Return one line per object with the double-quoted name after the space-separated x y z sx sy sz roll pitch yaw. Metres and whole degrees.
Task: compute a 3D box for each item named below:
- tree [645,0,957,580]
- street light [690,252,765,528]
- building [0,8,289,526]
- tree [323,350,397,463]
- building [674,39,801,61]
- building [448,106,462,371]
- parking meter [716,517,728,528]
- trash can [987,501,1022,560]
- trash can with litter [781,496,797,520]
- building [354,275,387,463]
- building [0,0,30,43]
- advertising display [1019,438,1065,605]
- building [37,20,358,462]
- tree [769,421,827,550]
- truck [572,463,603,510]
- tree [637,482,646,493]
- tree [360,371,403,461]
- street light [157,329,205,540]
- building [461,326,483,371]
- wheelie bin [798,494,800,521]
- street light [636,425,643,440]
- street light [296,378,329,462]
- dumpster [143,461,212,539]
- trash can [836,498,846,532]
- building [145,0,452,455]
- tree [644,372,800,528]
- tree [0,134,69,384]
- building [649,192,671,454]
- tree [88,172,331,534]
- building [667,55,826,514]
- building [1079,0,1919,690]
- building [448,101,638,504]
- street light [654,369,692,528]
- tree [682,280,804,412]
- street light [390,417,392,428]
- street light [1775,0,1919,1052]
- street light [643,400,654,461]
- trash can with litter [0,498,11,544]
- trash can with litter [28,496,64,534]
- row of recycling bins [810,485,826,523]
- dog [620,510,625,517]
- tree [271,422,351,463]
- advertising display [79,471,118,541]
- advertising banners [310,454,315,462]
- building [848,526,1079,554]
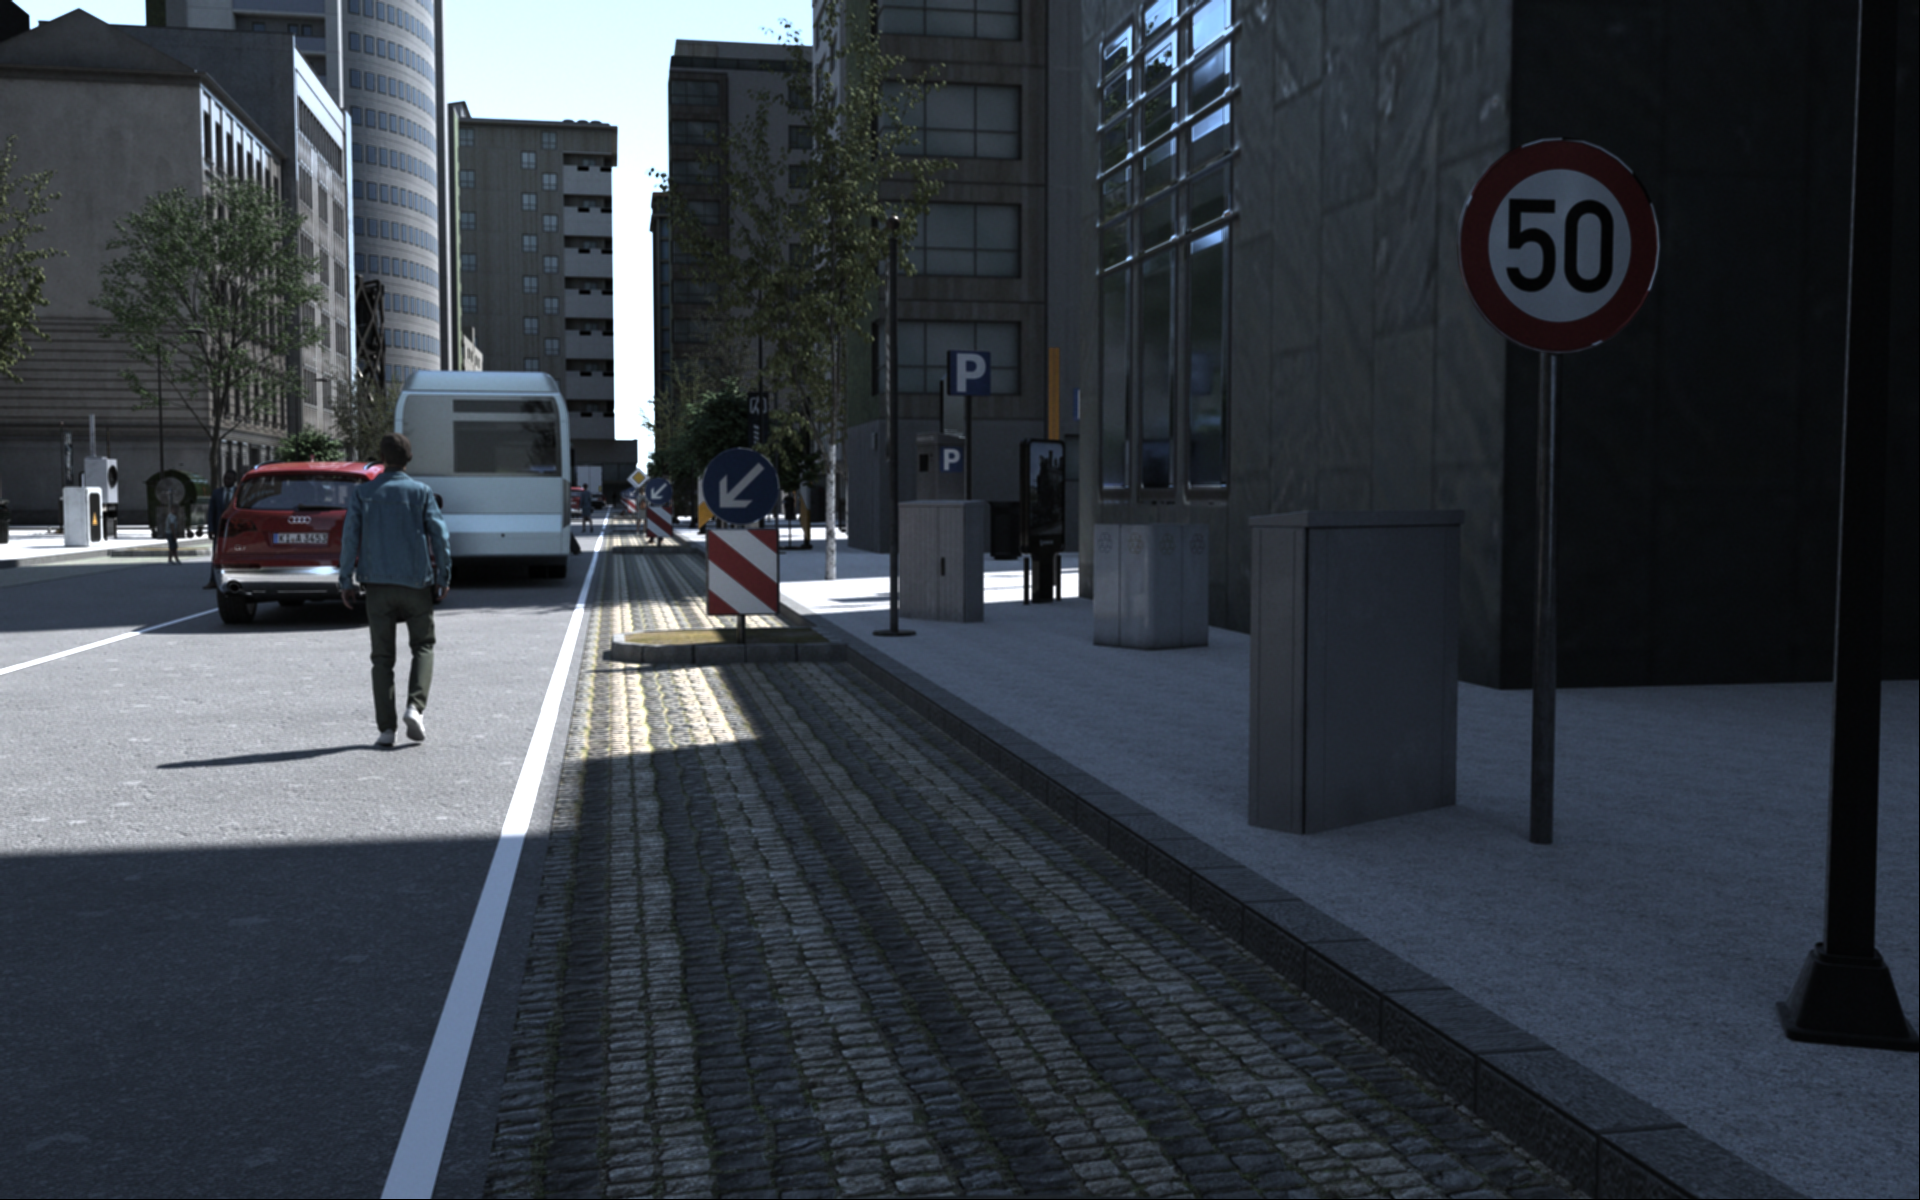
-2.152 -4.606 25.667 4.737 8.622 4.395 0 3 0 "tree"
-4.399 -3.732 33.556 1.470 5.913 1.316 -1 4 -11 "street light"
-37.435 -14.078 79.327 9.793 20.994 18.267 -1 4 -11 "building"
-30.547 -8.444 88.425 4.360 8.622 3.978 0 3 0 "tree"
-19.328 -29.189 160.827 14.154 41.232 14.086 -1 4 -11 "building"
-58.513 -30.116 175.998 14.154 41.232 14.086 -1 4 -11 "building"
-7.769 -2.938 56.446 0.372 1.533 0.369 0 3 0 "parking meter"
0.898 -1.359 33.868 0.748 1.137 0.748 0 3 0 "trash can"
-8.450 -4.554 85.848 0.624 1.170 1.055 1 4 9 "trash can with litter"
-47.722 -15.245 116.700 16.820 18.784 16.811 -1 4 -11 "building"
-49.527 -14.891 73.153 15.834 23.373 12.332 -1 4 -11 "building"
0.975 -0.929 20.409 0.123 1.923 0.974 2 4 29 "advertising display"
-41.892 -17.110 97.763 12.078 24.808 19.932 -1 4 -11 "building"
-3.823 -2.784 40.122 1.663 3.219 1.824 0 3 0 "tree"
-35.132 -10.689 163.675 2.839 4.237 11.283 -1 4 -13 "truck"
-34.704 -11.879 188.829 1.663 3.219 1.824 0 3 0 "tree"
-34.326 -9.399 104.034 4.737 8.622 4.395 0 3 0 "tree"
-21.949 -4.666 48.836 1.470 5.913 1.316 -1 4 -11 "street light"
-70.405 -21.583 197.926 28.899 21.520 27.650 -1 4 -11 "building"
-7.222 -4.550 82.295 0.693 1.594 0.980 3 5 44 "wheelie bin"
-20.805 -8.784 116.160 1.470 5.913 1.316 -1 4 -11 "street light"
-26.032 -5.934 69.557 1.470 5.913 1.316 -1 4 -11 "street light"
-22.919 -2.949 50.709 1.502 2.255 1.985 -1 4 -11 "dumpster"
-3.785 -2.857 58.359 0.748 1.137 0.748 0 3 0 "trash can"
-57.425 -37.399 153.468 21.231 58.520 28.212 -1 4 -11 "building"
-6.265 -3.867 46.935 4.285 4.588 4.351 0 3 0 "tree"
-20.207 -5.191 35.243 4.737 8.622 4.395 0 3 0 "tree"
-30.511 -36.060 244.209 28.867 44.769 22.147 -1 4 -11 "building"
-24.004 -7.951 55.758 9.928 11.665 9.643 0 3 0 "tree"
-12.938 -21.250 119.146 14.160 30.474 14.107 -1 4 -11 "building"
15.457 -42.405 5.989 22.319 86.520 31.000 -1 4 -11 "building"
-59.329 -39.923 241.975 27.495 52.752 28.713 -1 4 -11 "building"
-10.518 -5.623 64.479 1.470 5.913 1.316 -1 4 -11 "street light"
-7.711 -6.732 60.429 4.360 8.622 3.978 0 3 0 "tree"
-32.046 -7.757 99.365 1.470 5.913 1.316 -1 4 -11 "street light"
1.590 -1.916 3.870 1.470 5.913 1.316 -1 4 -11 "street light"
-14.860 -6.943 86.058 1.470 5.913 1.316 -1 4 -11 "street light"
-24.944 -2.026 44.509 1.055 1.170 0.624 1 4 20 "trash can with litter"
-28.758 -2.723 55.576 1.678 1.210 2.233 -3 5 -44 "trash can with litter"
-6.752 -4.404 79.117 1.069 1.692 3.534 0 4 2 "row of recycling bins"
-19.669 -4.991 100.887 0.540 0.507 0.406 1 4 15 "dog"
-29.469 -5.806 78.635 4.285 4.588 4.351 0 3 0 "tree"
-24.744 -2.724 49.753 0.974 1.923 0.123 -3 5 -42 "advertising display"
-28.303 -4.817 74.944 0.090 3.025 2.074 0 4 2 "advertising banners"
3.815 -22.045 44.029 14.154 41.232 14.086 -1 4 -11 "building"
